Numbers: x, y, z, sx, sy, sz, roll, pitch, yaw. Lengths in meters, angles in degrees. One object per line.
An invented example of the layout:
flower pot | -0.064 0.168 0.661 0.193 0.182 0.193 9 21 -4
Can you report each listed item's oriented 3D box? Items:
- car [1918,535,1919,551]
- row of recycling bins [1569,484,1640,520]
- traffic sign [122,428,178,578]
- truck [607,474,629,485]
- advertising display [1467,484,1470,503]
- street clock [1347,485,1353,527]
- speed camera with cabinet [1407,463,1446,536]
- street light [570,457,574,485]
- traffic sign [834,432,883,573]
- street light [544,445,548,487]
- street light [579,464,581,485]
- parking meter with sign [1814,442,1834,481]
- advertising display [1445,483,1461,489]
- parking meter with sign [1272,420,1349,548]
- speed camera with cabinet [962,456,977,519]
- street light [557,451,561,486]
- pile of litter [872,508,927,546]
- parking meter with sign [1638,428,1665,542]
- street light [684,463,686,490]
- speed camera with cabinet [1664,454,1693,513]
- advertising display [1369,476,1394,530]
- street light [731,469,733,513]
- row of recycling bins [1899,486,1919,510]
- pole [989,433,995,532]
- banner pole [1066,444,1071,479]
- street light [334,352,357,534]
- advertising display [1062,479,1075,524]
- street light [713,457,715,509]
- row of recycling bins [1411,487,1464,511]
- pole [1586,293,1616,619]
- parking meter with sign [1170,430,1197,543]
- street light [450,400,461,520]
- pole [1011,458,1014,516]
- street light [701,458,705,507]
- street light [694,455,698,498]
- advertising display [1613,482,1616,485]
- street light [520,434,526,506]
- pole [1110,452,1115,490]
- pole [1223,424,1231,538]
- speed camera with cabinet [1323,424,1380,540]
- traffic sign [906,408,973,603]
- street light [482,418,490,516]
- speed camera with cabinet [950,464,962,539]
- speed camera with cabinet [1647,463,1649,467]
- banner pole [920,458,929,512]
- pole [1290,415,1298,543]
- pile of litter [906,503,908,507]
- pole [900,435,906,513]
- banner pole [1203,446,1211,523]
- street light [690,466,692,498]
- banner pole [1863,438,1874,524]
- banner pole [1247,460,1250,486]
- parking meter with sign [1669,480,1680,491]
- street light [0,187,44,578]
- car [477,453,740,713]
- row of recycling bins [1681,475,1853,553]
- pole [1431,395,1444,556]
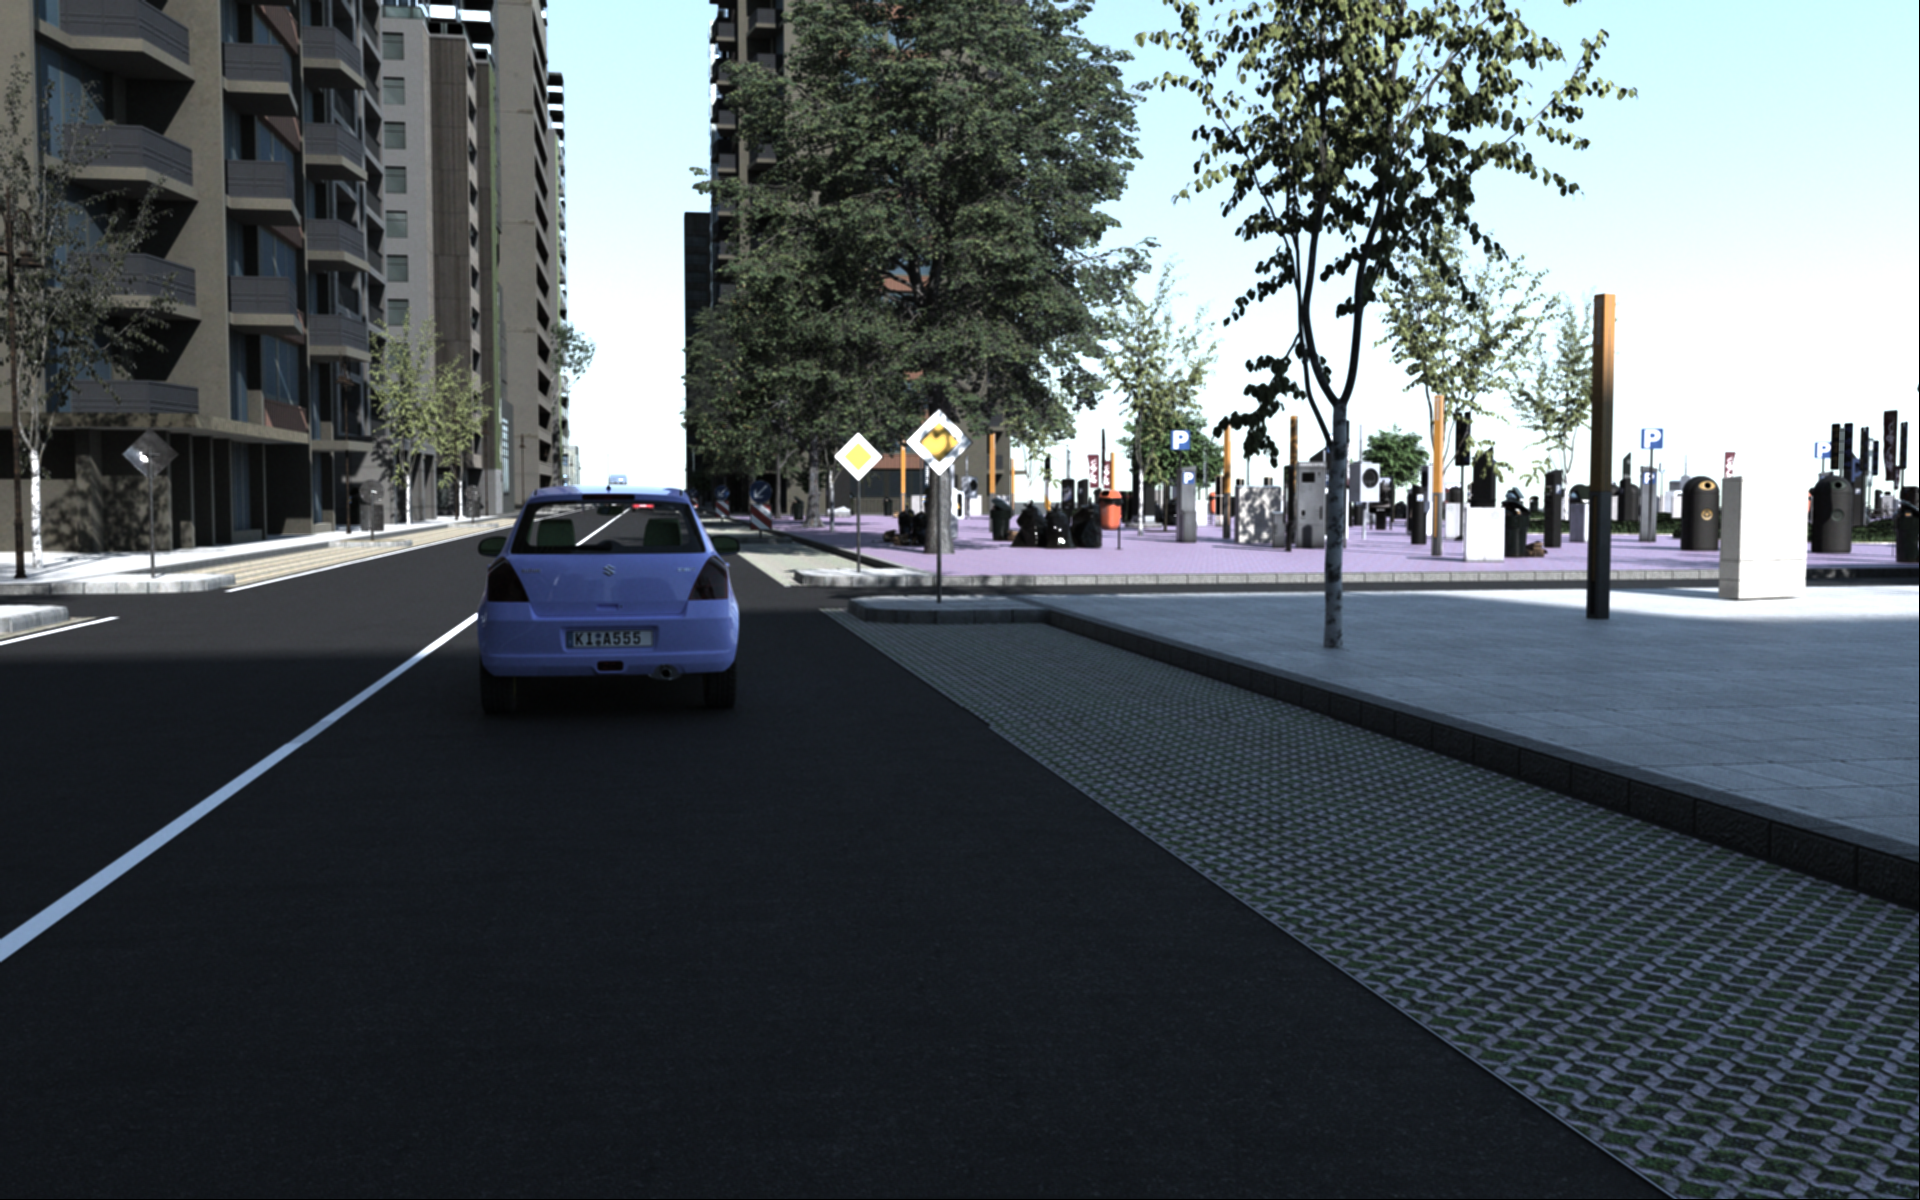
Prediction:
car | 18.519 -1.209 28.439 5.304 1.827 2.281 -1 4 -11
row of recycling bins | 26.199 -3.876 70.488 1.069 1.692 3.534 -2 4 -25
traffic sign | -12.285 -1.387 26.313 0.795 2.450 0.064 -1 4 -10
truck | -47.900 -15.471 242.703 2.967 4.110 18.799 -1 4 -11
advertising display | 32.983 -6.462 110.865 0.974 1.923 0.123 2 4 24
street clock | 15.348 -3.886 68.109 0.358 2.002 0.471 0 4 0
speed camera with cabinet | 14.285 -3.593 53.076 0.660 3.252 2.038 0 4 -2
street light | -47.844 -14.712 213.330 0.468 5.910 1.993 -1 4 -10
traffic sign | -1.656 -1.501 28.188 0.795 2.450 0.064 -1 4 -10
street light | -38.389 -11.499 160.797 0.468 5.910 1.993 -1 4 -10
street light | -53.363 -16.555 243.459 0.468 5.910 1.993 -1 4 -10
parking meter with sign | 28.515 -3.723 57.133 0.543 3.016 1.738 1 4 23
advertising display | 28.406 -5.775 99.634 0.974 1.923 0.123 1 4 23
parking meter with sign | 8.297 -2.739 41.051 1.738 3.016 0.543 0 4 7
speed camera with cabinet | 0.047 -5.756 88.443 0.660 3.252 2.038 3 5 40
street light | -42.393 -12.878 183.350 0.468 5.910 1.993 -1 4 -10
pile of litter | -1.222 -1.808 43.528 1.719 0.858 1.176 -3 5 -43
parking meter with sign | 18.611 -3.088 46.756 0.543 3.016 1.738 1 4 19
street light | -41.089 -17.526 259.331 0.468 5.910 1.993 -1 4 -10
speed camera with cabinet | 35.636 -5.579 85.556 2.038 3.252 0.660 -3 4 -37
advertising display | 15.138 -3.489 62.253 0.123 1.923 0.974 -3 5 -41
street light | -15.450 -8.830 117.164 0.468 5.910 1.993 -1 4 -10
row of recycling bins | 50.069 -5.147 91.264 1.069 1.692 3.534 2 4 24
pole | 1.086 -3.923 57.982 0.158 3.312 0.155 0 3 0
banner pole | 5.477 -5.956 87.405 0.401 3.779 0.863 1 4 19
street light | -19.796 -5.084 55.909 0.468 5.910 1.993 -1 4 -10
advertising display | 4.624 -4.216 74.138 0.123 1.923 0.974 -2 4 -24
street light | -20.986 -10.697 147.679 0.468 5.910 1.993 -1 4 -10
row of recycling bins | 26.226 -5.402 95.443 3.534 1.692 1.069 -2 4 -27
pole | 6.574 -1.462 17.755 0.158 3.312 0.155 0 3 0
parking meter with sign | 6.034 -3.065 46.371 0.543 3.016 1.738 0 4 -3
street light | -24.875 -6.889 85.426 0.468 5.910 1.993 -1 4 -10
pole | 3.012 -6.437 99.087 0.158 3.312 0.155 0 3 0
street light | -26.258 -12.509 177.310 0.468 5.910 1.993 -1 4 -10
street light | -30.341 -13.873 199.604 0.468 5.910 1.993 -1 4 -10
advertising display | 33.850 -5.233 90.775 0.974 1.923 0.123 3 5 40
street light | -33.105 -9.685 131.135 0.468 5.910 1.993 -1 4 -10
pole | 7.417 -5.535 84.335 0.158 3.312 0.155 0 3 0
pole | 7.725 -3.440 50.082 0.158 3.312 0.155 0 3 0
speed camera with cabinet | 10.793 -3.319 48.609 2.038 3.252 0.660 -2 4 -24
traffic sign | -0.248 -1.020 20.328 0.795 2.450 0.064 -1 4 -10
street light | -27.770 -7.872 101.496 0.468 5.910 1.993 -1 4 -10
speed camera with cabinet | -0.403 -3.422 50.287 0.660 3.252 2.038 0 4 -3
speed camera with cabinet | 43.461 -7.158 111.362 2.038 3.252 0.660 3 5 44
banner pole | -1.860 -6.212 91.576 0.863 3.779 0.401 -2 4 -26
pole | 8.676 -3.132 45.044 0.158 3.312 0.155 0 3 0
pile of litter | -3.169 -4.927 94.516 1.719 0.858 1.176 -1 4 -10
pole | -1.968 -4.029 59.711 0.158 3.312 0.155 0 3 0
banner pole | 10.929 -5.329 77.144 0.401 3.779 0.863 2 4 24
street light | -35.577 -15.676 229.093 0.468 5.910 1.993 -1 4 -10
banner pole | 35.523 -4.754 67.738 0.863 3.779 0.401 -3 5 -40
banner pole | 14.062 -5.775 84.431 0.401 3.779 0.863 1 4 20
parking meter with sign | 39.429 -6.058 95.301 1.738 3.016 0.543 3 5 45
street light | -14.325 -3.269 26.231 0.468 5.910 1.993 -1 4 -10
car | -2.569 -0.193 12.740 1.945 1.707 3.694 -1 4 -11
row of recycling bins | 18.017 -1.937 38.782 3.534 1.692 1.069 2 4 33
pole | 9.884 -2.567 35.820 0.158 3.312 0.155 0 3 0
